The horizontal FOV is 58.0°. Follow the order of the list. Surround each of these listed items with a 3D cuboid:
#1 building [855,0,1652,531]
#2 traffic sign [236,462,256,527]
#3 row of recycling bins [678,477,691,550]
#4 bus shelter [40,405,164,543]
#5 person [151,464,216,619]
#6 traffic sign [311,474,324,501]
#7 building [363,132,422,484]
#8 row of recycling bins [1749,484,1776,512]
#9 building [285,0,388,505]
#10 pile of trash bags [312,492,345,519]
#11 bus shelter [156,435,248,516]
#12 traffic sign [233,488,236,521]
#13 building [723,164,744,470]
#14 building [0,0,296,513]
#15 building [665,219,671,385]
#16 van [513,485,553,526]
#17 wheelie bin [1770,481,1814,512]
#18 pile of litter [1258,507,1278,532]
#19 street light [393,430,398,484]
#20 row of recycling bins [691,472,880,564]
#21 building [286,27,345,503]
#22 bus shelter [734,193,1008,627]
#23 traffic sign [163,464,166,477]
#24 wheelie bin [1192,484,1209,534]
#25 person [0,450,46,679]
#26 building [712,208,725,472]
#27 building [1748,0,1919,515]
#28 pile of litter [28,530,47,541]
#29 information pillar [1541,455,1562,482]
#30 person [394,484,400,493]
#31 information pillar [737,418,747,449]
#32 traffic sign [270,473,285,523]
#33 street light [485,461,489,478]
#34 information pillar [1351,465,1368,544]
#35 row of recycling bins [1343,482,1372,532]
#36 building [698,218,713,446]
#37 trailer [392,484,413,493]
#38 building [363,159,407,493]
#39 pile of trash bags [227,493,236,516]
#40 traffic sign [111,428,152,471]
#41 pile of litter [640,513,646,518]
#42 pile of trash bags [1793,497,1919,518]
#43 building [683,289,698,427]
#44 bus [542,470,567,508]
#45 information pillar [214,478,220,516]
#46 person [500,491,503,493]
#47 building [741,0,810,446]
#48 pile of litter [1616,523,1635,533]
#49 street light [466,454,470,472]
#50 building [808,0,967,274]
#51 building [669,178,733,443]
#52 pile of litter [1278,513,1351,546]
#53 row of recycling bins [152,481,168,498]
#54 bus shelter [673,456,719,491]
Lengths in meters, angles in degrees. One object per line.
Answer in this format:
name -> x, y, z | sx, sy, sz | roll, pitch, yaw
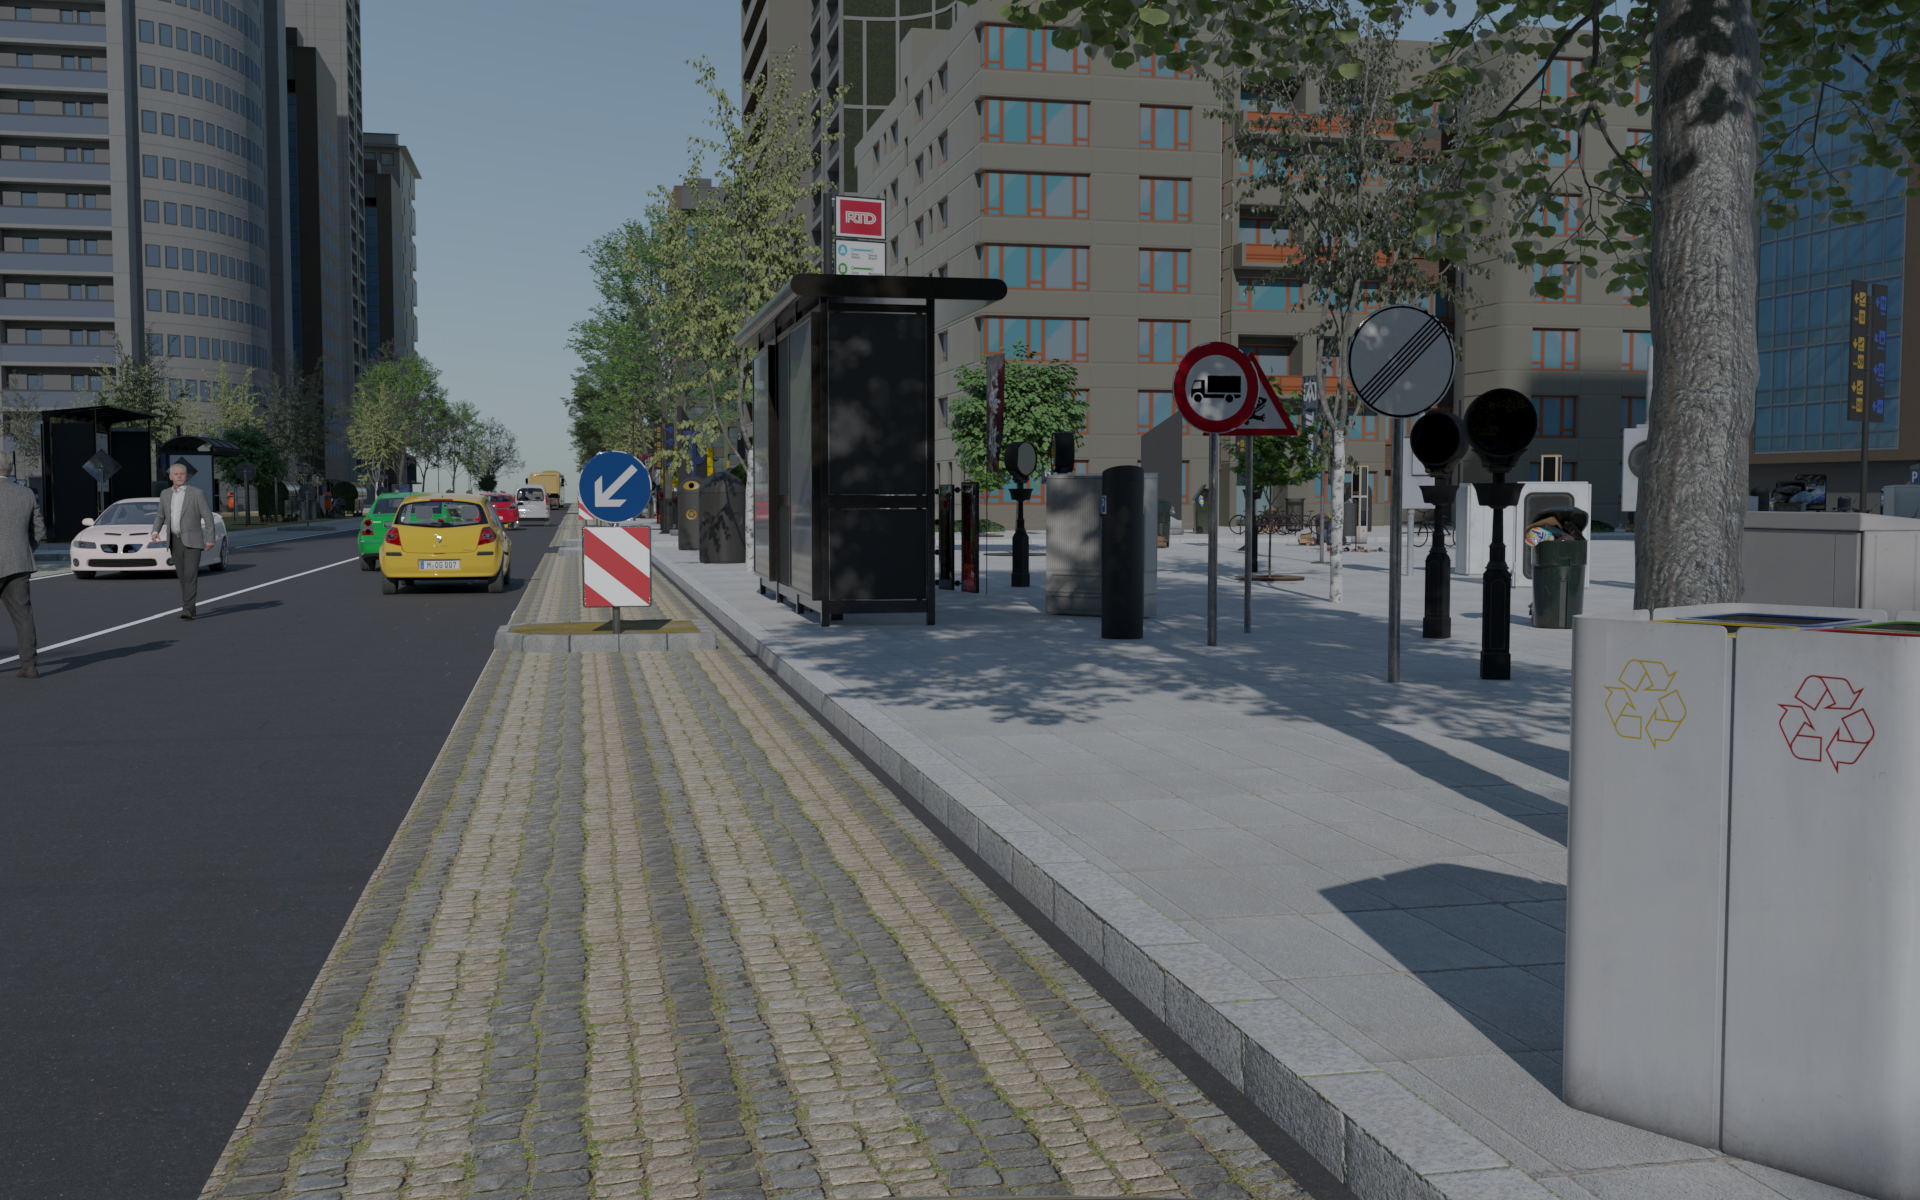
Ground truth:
building -> 11.835, -14.154, 76.458 | 28.899, 21.520, 27.650 | -1, 4, -12
traffic sign -> -28.147, -4.170, 68.279 | 0.768, 2.556, 0.104 | 0, 4, -3
row of recycling bins -> -4.948, -1.957, 39.111 | 3.534, 1.692, 1.069 | 2, 4, 33
bus shelter -> -23.878, -3.497, 48.464 | 1.731, 3.624, 6.357 | -1, 4, -12
person -> -8.903, -0.667, 19.809 | 0.661, 1.777, 0.834 | 0, 4, -7
traffic sign -> -40.057, -6.602, 108.044 | 0.768, 2.556, 0.104 | 0, 4, -8
building -> -94.333, -40.636, 253.642 | 28.713, 52.752, 27.495 | -1, 4, -12
row of recycling bins -> 46.149, -5.567, 98.127 | 1.069, 1.692, 3.534 | -1, 4, -13
building -> -83.029, -47.541, 215.539 | 20.563, 71.187, 20.611 | -1, 4, -12
pile of trash bags -> -33.116, -4.939, 90.502 | 1.912, 1.369, 3.447 | -2, 4, -24
bus shelter -> -27.088, -4.173, 62.146 | 2.014, 3.302, 5.546 | -1, 4, -12
traffic sign -> -34.466, -5.023, 82.229 | 0.768, 2.556, 0.104 | 0, 4, -8
building -> -13.143, -23.448, 155.080 | 14.160, 30.474, 14.107 | -1, 4, -12
building -> -62.729, -35.795, 127.243 | 21.231, 58.520, 28.212 | -1, 4, -12
building -> -34.229, -37.509, 267.897 | 22.147, 44.769, 28.867 | -1, 4, -12
van -> -19.312, -4.336, 77.903 | 2.013, 2.044, 4.112 | -1, 4, -14
wheelie bin -> 19.431, -1.994, 40.515 | 0.980, 1.594, 0.693 | 3, 4, 36
pile of litter -> 10.285, -2.726, 58.529 | 1.176, 0.858, 1.719 | 0, 4, 1
street light -> -39.407, -9.063, 120.972 | 0.468, 5.910, 1.993 | -1, 4, -12
row of recycling bins -> -3.170, -1.568, 32.744 | 3.534, 1.692, 1.069 | -2, 4, -26
building -> -68.925, -31.784, 169.779 | 14.600, 45.320, 14.200 | -1, 4, -12
bus shelter -> -1.488, -2.645, 20.871 | 2.179, 5.291, 8.768 | -1, 4, -13
traffic sign -> -30.326, -4.077, 66.764 | 0.768, 2.556, 0.104 | 0, 4, -4
wheelie bin -> 7.846, -2.928, 55.788 | 0.693, 1.594, 0.980 | 0, 4, -1
person -> -7.563, -0.285, 13.560 | 0.834, 1.777, 0.661 | 2, 4, 24
building -> -16.164, -24.290, 168.834 | 14.160, 30.474, 14.107 | -1, 4, -12
building -> 45.038, -26.144, 77.569 | 14.200, 45.320, 14.600 | -1, 4, -12
pile of litter -> -25.656, -2.044, 47.388 | 1.176, 0.858, 1.719 | -2, 4, -27
information pillar -> 11.114, -1.719, 32.602 | 0.304, 2.012, 0.304 | 2, 4, 32
person -> -20.405, -3.307, 62.849 | 0.678, 1.792, 0.850 | -3, 5, -43
information pillar -> -6.715, -3.796, 53.419 | 0.183, 3.616, 0.504 | -3, 4, -38
traffic sign -> -30.267, -4.683, 76.675 | 0.768, 2.556, 0.104 | 0, 4, -7
street light -> -65.460, -16.319, 239.598 | 0.468, 5.910, 1.993 | -1, 4, -12
information pillar -> 10.290, -2.454, 44.612 | 0.304, 2.012, 0.304 | -2, 4, -35
row of recycling bins -> 13.594, -3.247, 60.197 | 1.069, 1.692, 3.534 | 0, 4, 4
building -> -19.694, -25.137, 182.693 | 14.160, 30.474, 14.107 | -1, 4, -12
trailer -> -32.612, -5.758, 101.191 | 1.471, 1.999, 3.904 | -1, 4, -13
building -> -83.078, -35.736, 234.398 | 14.600, 45.320, 14.200 | -1, 4, -12
pile of trash bags -> -43.846, -5.567, 100.768 | 3.447, 1.369, 1.912 | -2, 4, -29
traffic sign -> -25.981, -3.626, 53.151 | 2.265, 3.308, 0.079 | 0, 4, -4
pile of litter -> -17.605, -4.874, 93.647 | 1.176, 0.858, 1.719 | -2, 4, -30
pile of trash bags -> 14.327, -1.047, 26.870 | 3.447, 1.369, 1.912 | -1, 4, -22
building -> -30.055, -28.160, 232.120 | 14.160, 30.474, 14.107 | -1, 4, -12
bus -> -42.696, -11.556, 180.494 | 2.896, 3.916, 12.252 | -1, 4, -10
information pillar -> -34.553, -4.643, 80.412 | 0.304, 2.012, 0.304 | -3, 5, -39
person -> -40.033, -8.671, 150.957 | 1.217, 1.739, 0.721 | 2, 4, 24
building -> -5.653, -31.448, 137.869 | 21.300, 48.544, 21.600 | -1, 4, -12
pile of litter -> 22.816, -2.696, 58.045 | 1.719, 0.858, 1.176 | 2, 4, 24
street light -> -57.218, -14.007, 201.806 | 0.468, 5.910, 1.993 | -1, 4, -12
building -> -0.617, -41.288, 113.315 | 20.563, 71.187, 20.611 | -1, 4, -12
building -> -33.746, -36.429, 245.717 | 14.600, 45.320, 14.200 | -1, 4, -12
pile of litter -> 8.942, -1.791, 43.242 | 1.719, 0.858, 1.176 | 0, 4, 4
row of recycling bins -> -26.001, -3.000, 56.160 | 1.069, 1.692, 3.534 | -2, 4, -30
bus shelter -> -12.374, -5.273, 80.144 | 2.014, 3.302, 5.546 | -1, 4, -12
